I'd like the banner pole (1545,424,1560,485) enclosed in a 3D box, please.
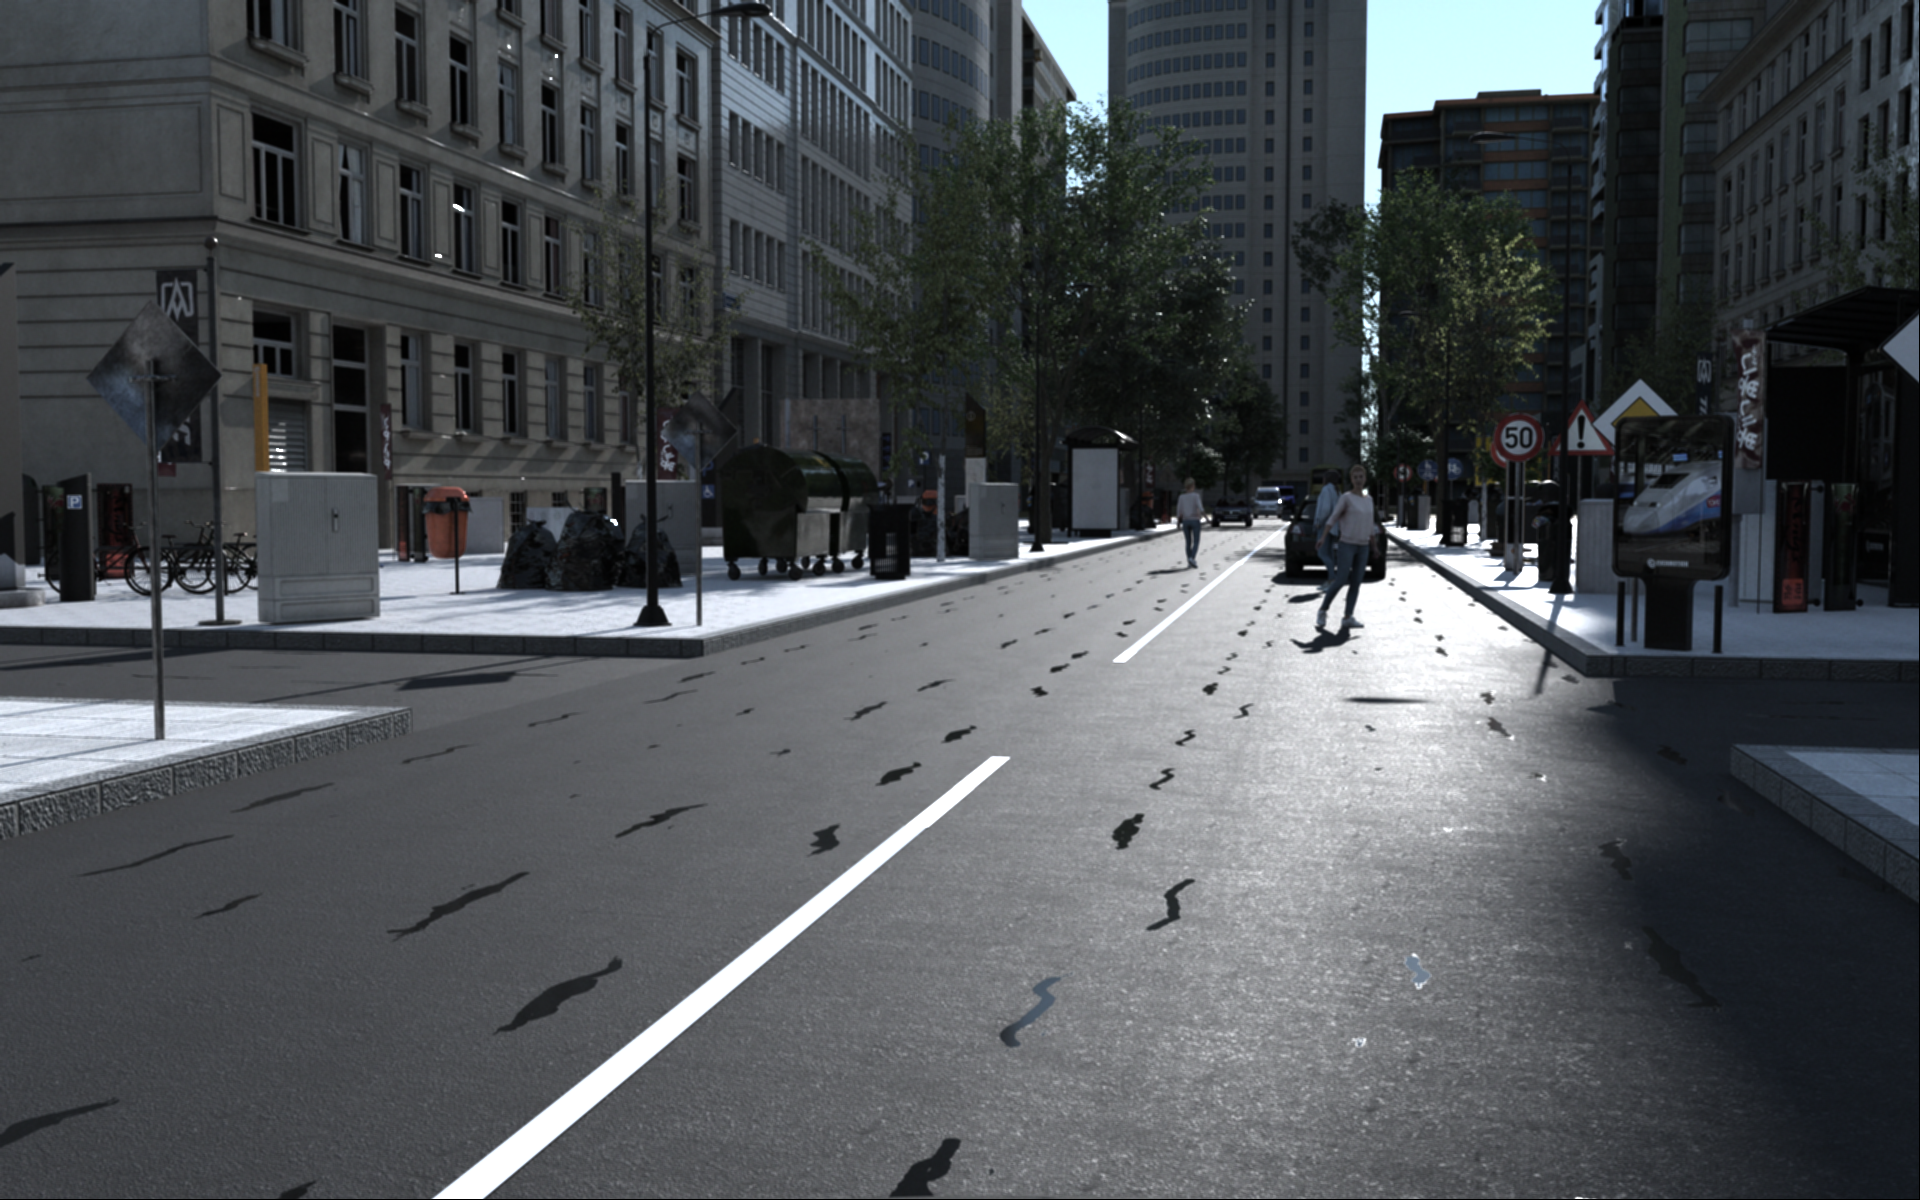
[{"bbox_3d":[21.091,-4.382,61.661,0.863,3.779,0.401,-1,4,-14],"label":"banner pole"}]

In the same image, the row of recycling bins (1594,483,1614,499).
[{"bbox_3d":[24.367,-3.467,63.794,3.534,1.692,1.069,-3,5,-44],"label":"row of recycling bins"}]

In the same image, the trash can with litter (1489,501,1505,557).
[{"bbox_3d":[11.317,-1.489,35.736,0.624,1.170,1.055,2,4,33],"label":"trash can with litter"}]

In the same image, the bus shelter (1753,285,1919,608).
[{"bbox_3d":[11.673,-1.904,22.407,1.731,3.624,6.357,1,4,12],"label":"bus shelter"}]

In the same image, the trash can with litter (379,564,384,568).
[{"bbox_3d":[-10.807,-1.146,29.790,1.678,1.210,2.233,-1,4,-15],"label":"trash can with litter"}]

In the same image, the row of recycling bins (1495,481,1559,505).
[{"bbox_3d":[18.066,-2.953,55.399,1.069,1.692,3.534,-1,4,-13],"label":"row of recycling bins"}]

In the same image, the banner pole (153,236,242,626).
[{"bbox_3d":[-7.509,-1.650,16.999,0.863,3.779,0.401,1,4,14],"label":"banner pole"}]

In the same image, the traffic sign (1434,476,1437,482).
[{"bbox_3d":[23.766,-5.227,85.563,0.768,2.556,0.104,1,4,16],"label":"traffic sign"}]

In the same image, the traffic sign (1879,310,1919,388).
[{"bbox_3d":[4.225,-0.218,7.213,0.795,2.450,0.064,1,4,12],"label":"traffic sign"}]

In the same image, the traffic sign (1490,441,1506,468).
[{"bbox_3d":[11.003,-2.115,34.684,0.768,2.556,0.104,1,4,17],"label":"traffic sign"}]

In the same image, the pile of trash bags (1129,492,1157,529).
[{"bbox_3d":[6.491,-3.357,64.647,1.912,1.369,3.447,2,4,26],"label":"pile of trash bags"}]

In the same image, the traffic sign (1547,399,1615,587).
[{"bbox_3d":[8.550,-1.462,23.900,0.884,2.594,0.081,1,4,15],"label":"traffic sign"}]

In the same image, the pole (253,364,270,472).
[{"bbox_3d":[-10.953,-2.040,27.194,0.158,3.312,0.155,0,3,0],"label":"pole"}]

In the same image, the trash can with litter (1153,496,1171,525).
[{"bbox_3d":[8.061,-3.812,73.387,1.678,1.210,2.233,-3,4,-38],"label":"trash can with litter"}]

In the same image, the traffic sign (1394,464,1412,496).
[{"bbox_3d":[18.557,-4.433,72.591,0.768,2.556,0.104,1,4,16],"label":"traffic sign"}]

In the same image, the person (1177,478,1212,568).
[{"bbox_3d":[4.527,-1.492,33.568,0.731,1.740,0.598,1,4,18],"label":"person"}]

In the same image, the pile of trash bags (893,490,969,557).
[{"bbox_3d":[-0.434,-1.661,36.908,1.912,1.369,3.447,-1,4,-10],"label":"pile of trash bags"}]

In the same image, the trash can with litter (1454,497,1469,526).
[{"bbox_3d":[19.920,-3.541,69.289,0.624,1.170,1.055,0,4,-8],"label":"trash can with litter"}]

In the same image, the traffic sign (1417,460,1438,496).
[{"bbox_3d":[17.270,-3.905,63.953,0.768,2.556,0.104,1,4,17],"label":"traffic sign"}]

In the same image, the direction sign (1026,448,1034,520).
[{"bbox_3d":[3.447,-5.682,84.903,0.379,3.537,0.876,2,4,28],"label":"direction sign"}]

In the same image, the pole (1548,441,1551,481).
[{"bbox_3d":[22.439,-4.422,66.136,0.158,3.312,0.155,0,3,0],"label":"pole"}]

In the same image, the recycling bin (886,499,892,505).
[{"bbox_3d":[-3.644,-4.213,81.444,0.722,1.027,0.722,2,4,25],"label":"recycling bin"}]

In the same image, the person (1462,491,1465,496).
[{"bbox_3d":[48.523,-9.613,166.616,0.436,1.711,0.756,1,4,18],"label":"person"}]

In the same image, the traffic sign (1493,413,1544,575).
[{"bbox_3d":[8.803,-1.666,27.353,0.768,2.556,0.104,1,4,13],"label":"traffic sign"}]

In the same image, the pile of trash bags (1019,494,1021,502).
[{"bbox_3d":[1.351,-4.563,84.356,3.447,1.369,1.912,-1,4,-23],"label":"pile of trash bags"}]

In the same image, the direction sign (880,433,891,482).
[{"bbox_3d":[-2.965,-4.414,64.173,0.876,3.537,0.379,1,4,20],"label":"direction sign"}]

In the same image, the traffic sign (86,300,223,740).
[{"bbox_3d":[-4.181,-0.327,8.996,0.795,2.450,0.064,1,4,12],"label":"traffic sign"}]

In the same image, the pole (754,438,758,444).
[{"bbox_3d":[-7.423,-4.238,63.131,0.158,3.312,0.155,0,3,0],"label":"pole"}]

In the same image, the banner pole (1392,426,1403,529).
[{"bbox_3d":[16.083,-4.503,63.642,0.401,3.779,0.863,1,4,20],"label":"banner pole"}]

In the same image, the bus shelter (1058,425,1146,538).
[{"bbox_3d":[4.435,-3.641,53.451,2.014,3.302,5.546,1,4,12],"label":"bus shelter"}]

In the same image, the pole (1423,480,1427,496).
[{"bbox_3d":[22.758,-5.564,84.808,0.158,3.312,0.155,0,3,0],"label":"pole"}]

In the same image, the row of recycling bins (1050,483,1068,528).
[{"bbox_3d":[3.933,-3.914,71.110,1.069,1.692,3.534,0,4,7],"label":"row of recycling bins"}]

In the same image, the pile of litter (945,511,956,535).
[{"bbox_3d":[-0.440,-1.808,43.531,1.719,0.858,1.176,-2,4,-29],"label":"pile of litter"}]

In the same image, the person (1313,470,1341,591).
[{"bbox_3d":[5.491,-1.039,25.749,0.793,1.790,0.793,0,4,-5],"label":"person"}]

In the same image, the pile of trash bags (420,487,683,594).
[{"bbox_3d":[-5.575,-0.829,23.311,3.447,1.369,1.912,-3,5,-43],"label":"pile of trash bags"}]

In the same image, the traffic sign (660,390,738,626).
[{"bbox_3d":[-2.537,-0.805,16.811,0.795,2.450,0.064,1,4,12],"label":"traffic sign"}]

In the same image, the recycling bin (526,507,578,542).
[{"bbox_3d":[-7.807,-1.263,33.197,0.722,1.027,0.722,3,4,36],"label":"recycling bin"}]

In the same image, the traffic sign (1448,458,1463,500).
[{"bbox_3d":[17.392,-3.744,61.312,0.768,2.556,0.104,1,4,13],"label":"traffic sign"}]

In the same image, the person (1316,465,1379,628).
[{"bbox_3d":[4.092,-0.581,18.672,0.731,1.740,0.598,-3,4,-38],"label":"person"}]

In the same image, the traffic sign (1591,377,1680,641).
[{"bbox_3d":[5.870,-0.696,15.028,0.795,2.450,0.064,1,4,12],"label":"traffic sign"}]

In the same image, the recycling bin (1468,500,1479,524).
[{"bbox_3d":[22.027,-3.802,74.714,0.722,1.027,0.722,1,4,18],"label":"recycling bin"}]

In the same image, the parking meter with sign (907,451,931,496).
[{"bbox_3d":[-1.829,-4.498,69.802,0.543,3.016,1.738,2,4,28],"label":"parking meter with sign"}]

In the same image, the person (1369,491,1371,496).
[{"bbox_3d":[39.210,-9.573,165.950,0.436,1.711,0.756,3,5,43],"label":"person"}]

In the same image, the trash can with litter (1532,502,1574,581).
[{"bbox_3d":[8.766,-0.880,25.781,0.624,1.170,1.055,1,4,10],"label":"trash can with litter"}]

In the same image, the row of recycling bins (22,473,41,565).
[{"bbox_3d":[-17.553,-1.400,30.002,1.069,1.692,3.534,1,4,16],"label":"row of recycling bins"}]

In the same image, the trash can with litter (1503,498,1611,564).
[{"bbox_3d":[11.108,-1.301,32.330,2.233,1.210,1.678,0,4,1],"label":"trash can with litter"}]

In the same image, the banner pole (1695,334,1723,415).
[{"bbox_3d":[11.666,-2.263,27.018,0.863,3.779,0.401,-3,4,-36],"label":"banner pole"}]

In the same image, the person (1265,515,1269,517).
[{"bbox_3d":[18.954,-5.859,107.534,0.697,1.427,0.421,0,4,7],"label":"person"}]
